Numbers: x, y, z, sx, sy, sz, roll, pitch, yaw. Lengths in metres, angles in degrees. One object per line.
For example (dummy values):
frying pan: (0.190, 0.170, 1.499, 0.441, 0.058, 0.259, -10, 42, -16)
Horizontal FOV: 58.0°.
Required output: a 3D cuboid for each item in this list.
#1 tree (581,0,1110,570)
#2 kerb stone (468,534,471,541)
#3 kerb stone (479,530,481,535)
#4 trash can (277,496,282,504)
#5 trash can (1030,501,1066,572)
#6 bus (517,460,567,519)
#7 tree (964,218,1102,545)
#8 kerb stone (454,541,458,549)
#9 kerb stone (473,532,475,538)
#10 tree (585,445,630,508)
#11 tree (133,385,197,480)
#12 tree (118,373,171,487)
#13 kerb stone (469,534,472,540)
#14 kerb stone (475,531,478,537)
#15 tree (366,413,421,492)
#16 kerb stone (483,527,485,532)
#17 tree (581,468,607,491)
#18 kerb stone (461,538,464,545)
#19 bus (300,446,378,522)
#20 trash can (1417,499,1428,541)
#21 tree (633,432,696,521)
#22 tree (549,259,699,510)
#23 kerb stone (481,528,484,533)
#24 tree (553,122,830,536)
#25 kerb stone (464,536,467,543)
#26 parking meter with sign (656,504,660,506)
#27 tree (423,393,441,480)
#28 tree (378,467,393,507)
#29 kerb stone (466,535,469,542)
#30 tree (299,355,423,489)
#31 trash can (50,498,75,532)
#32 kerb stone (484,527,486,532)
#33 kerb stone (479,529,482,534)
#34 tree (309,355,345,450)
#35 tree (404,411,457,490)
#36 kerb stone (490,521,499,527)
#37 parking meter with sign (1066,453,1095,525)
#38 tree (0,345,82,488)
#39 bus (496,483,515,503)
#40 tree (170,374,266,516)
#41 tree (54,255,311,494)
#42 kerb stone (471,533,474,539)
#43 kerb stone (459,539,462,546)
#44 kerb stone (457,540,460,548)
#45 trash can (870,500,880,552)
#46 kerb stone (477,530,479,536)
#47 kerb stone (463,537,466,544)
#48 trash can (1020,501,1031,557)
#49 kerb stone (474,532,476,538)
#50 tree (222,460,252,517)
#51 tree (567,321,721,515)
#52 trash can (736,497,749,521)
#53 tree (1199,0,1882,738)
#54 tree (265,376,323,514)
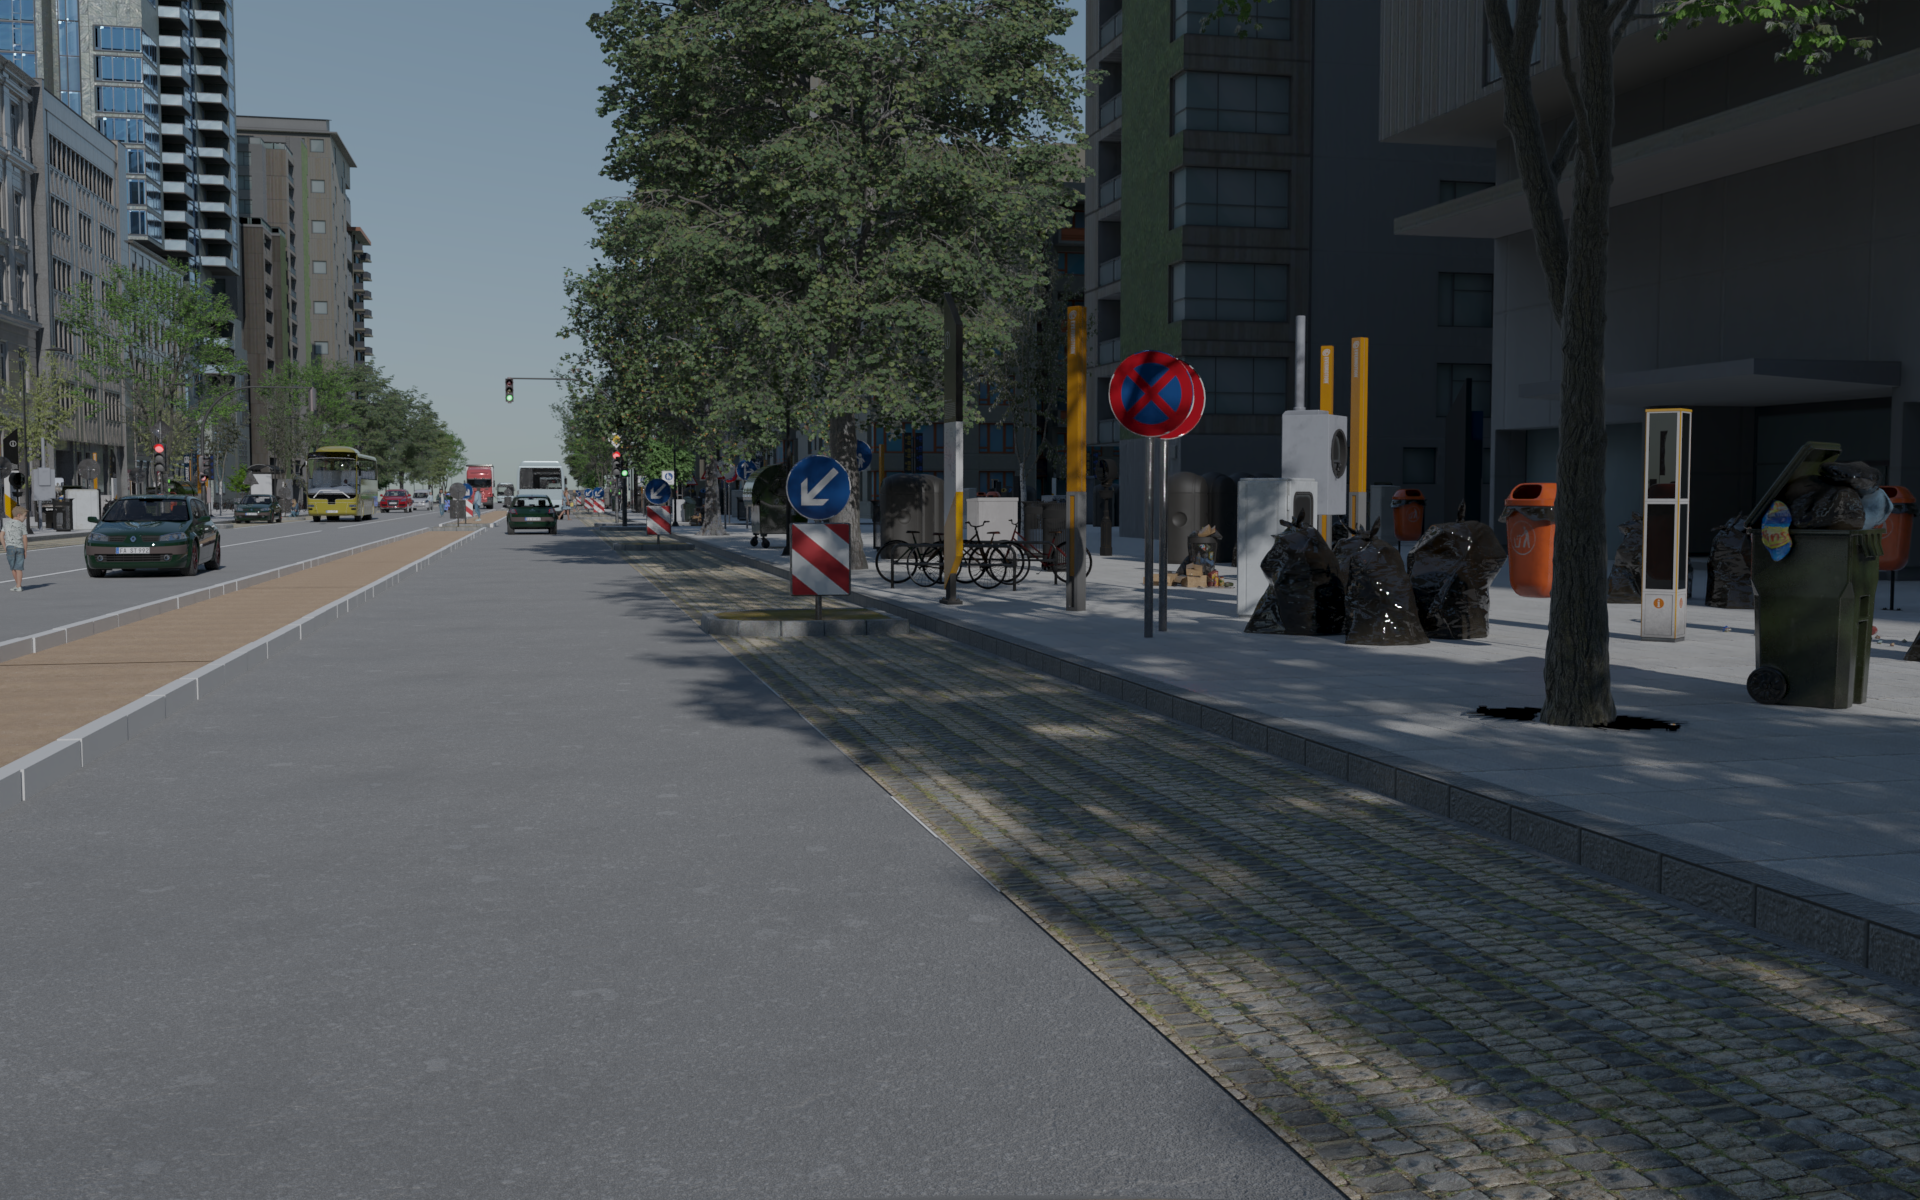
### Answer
tree: (-1.918, -7.488, 29.082, 9.857, 13.997, 8.962, 0, 3, 0)
kerb stone: (-14.689, -1.789, 51.442, 0.120, 0.150, 1.000, -1, 4, -13)
kerb stone: (-16.336, -2.215, 58.412, 0.120, 0.150, 1.000, -1, 4, -13)
trash can: (-53.280, -7.588, 135.716, 0.748, 1.137, 0.748, 0, 3, 0)
trash can: (1.665, -1.038, 28.624, 0.748, 1.137, 0.748, 0, 3, 0)
bus: (-24.733, -6.584, 102.513, 2.948, 3.499, 13.247, -1, 4, -13)
tree: (1.578, -5.654, 42.810, 4.360, 8.622, 3.978, 0, 3, 0)
kerb stone: (-13.047, -1.362, 44.459, 0.120, 0.150, 1.000, -1, 4, -13)
kerb stone: (-15.397, -1.971, 54.428, 0.120, 0.150, 1.000, -1, 4, -13)
tree: (-30.342, -12.513, 154.949, 4.360, 8.622, 3.978, 0, 3, 0)
tree: (-52.896, -10.094, 115.405, 4.737, 8.622, 4.395, 0, 3, 0)
tree: (-49.091, -9.519, 105.997, 4.360, 8.622, 3.978, 0, 3, 0)
kerb stone: (-14.927, -1.847, 52.438, 0.120, 0.150, 1.000, -1, 4, -13)
kerb stone: (-15.866, -2.093, 56.420, 0.120, 0.150, 1.000, -1, 4, -13)
tree: (-61.990, -15.483, 187.562, 8.767, 10.594, 7.601, 1, 4, 19)
kerb stone: (-17.282, -2.454, 62.402, 0.120, 0.150, 1.000, -1, 4, -13)
tree: (-45.047, -14.082, 213.956, 4.285, 4.588, 4.351, 0, 3, 0)
kerb stone: (-13.753, -1.543, 47.448, 0.120, 0.150, 1.000, -1, 4, -13)
bus: (-32.870, -6.163, 92.320, 2.896, 3.916, 12.252, -1, 4, -14)
trash can: (12.441, -2.194, 47.521, 0.748, 1.137, 0.748, 0, 3, 0)
tree: (-14.131, -6.064, 82.867, 4.285, 4.588, 4.351, 0, 3, 0)
tree: (-26.129, -17.241, 137.772, 12.611, 20.169, 13.585, 0, 3, 0)
kerb stone: (-17.042, -2.398, 61.406, 0.120, 0.150, 1.000, -1, 4, -13)
tree: (-7.787, -8.342, 53.399, 9.611, 12.733, 9.660, 0, 3, 0)
kerb stone: (-14.219, -1.666, 49.439, 0.120, 0.150, 1.000, -1, 4, -13)
parking meter with sign: (-17.548, -6.440, 101.553, 0.543, 3.016, 1.738, 0, 4, 3)
tree: (-65.482, -18.089, 202.408, 9.857, 13.997, 8.962, 0, 3, 0)
tree: (-59.233, -11.728, 175.464, 4.285, 4.588, 4.351, 0, 3, 0)
kerb stone: (-14.456, -1.728, 50.441, 0.120, 0.150, 1.000, -1, 4, -13)
tree: (-55.015, -15.377, 158.072, 9.857, 13.997, 8.962, 0, 3, 0)
trash can: (-30.487, -2.888, 58.867, 0.748, 1.137, 0.748, 0, 3, 0)
kerb stone: (-17.518, -2.520, 63.398, 0.120, 0.150, 1.000, -1, 4, -13)
kerb stone: (-16.579, -2.276, 59.407, 0.120, 0.150, 1.000, -1, 4, -13)
tree: (-48.501, -12.447, 129.260, 9.928, 11.665, 9.643, 0, 3, 0)
tree: (-72.900, -19.523, 237.325, 7.486, 12.596, 7.792, 0, 3, 0)
kerb stone: (-20.953, -3.402, 77.917, 0.120, 0.150, 1.000, -1, 4, -13)
parking meter with sign: (5.316, -4.681, 72.788, 1.738, 3.016, 0.543, 0, 4, 1)
tree: (-45.056, -8.216, 84.687, 4.737, 8.622, 4.395, 0, 3, 0)
bus: (-71.406, -16.957, 272.112, 2.948, 3.499, 13.247, -1, 4, -15)
tree: (-43.660, -9.269, 101.906, 4.360, 8.622, 3.978, 0, 3, 0)
tree: (-35.335, -9.225, 76.581, 9.928, 11.665, 9.643, 0, 3, 0)
kerb stone: (-15.171, -1.910, 53.431, 0.120, 0.150, 1.000, -1, 4, -13)
kerb stone: (-13.513, -1.484, 46.454, 0.120, 0.150, 1.000, -1, 4, -13)
kerb stone: (-13.279, -1.423, 45.456, 0.120, 0.150, 1.000, -1, 4, -13)
trash can: (-1.639, -1.649, 38.612, 0.748, 1.137, 0.748, 0, 3, 0)
kerb stone: (-16.102, -2.154, 57.415, 0.120, 0.150, 1.000, -1, 4, -13)
kerb stone: (-13.981, -1.603, 48.444, 0.120, 0.150, 1.000, -1, 4, -13)
trash can: (1.581, -1.409, 34.695, 0.748, 1.137, 0.748, 0, 3, 0)
kerb stone: (-15.646, -2.032, 55.419, 0.120, 0.150, 1.000, -1, 4, -13)
tree: (-40.433, -6.301, 97.617, 1.663, 3.219, 1.824, 0, 3, 0)
tree: (-16.028, -9.635, 91.941, 8.767, 10.594, 7.601, 1, 4, 11)
trash can: (-10.367, -4.361, 82.961, 0.748, 1.137, 0.748, 0, 3, 0)
tree: (3.291, -5.115, 9.392, 9.928, 11.665, 9.643, 0, 3, 0)
tree: (-42.385, -9.681, 108.653, 4.360, 8.622, 3.978, 0, 3, 0)
